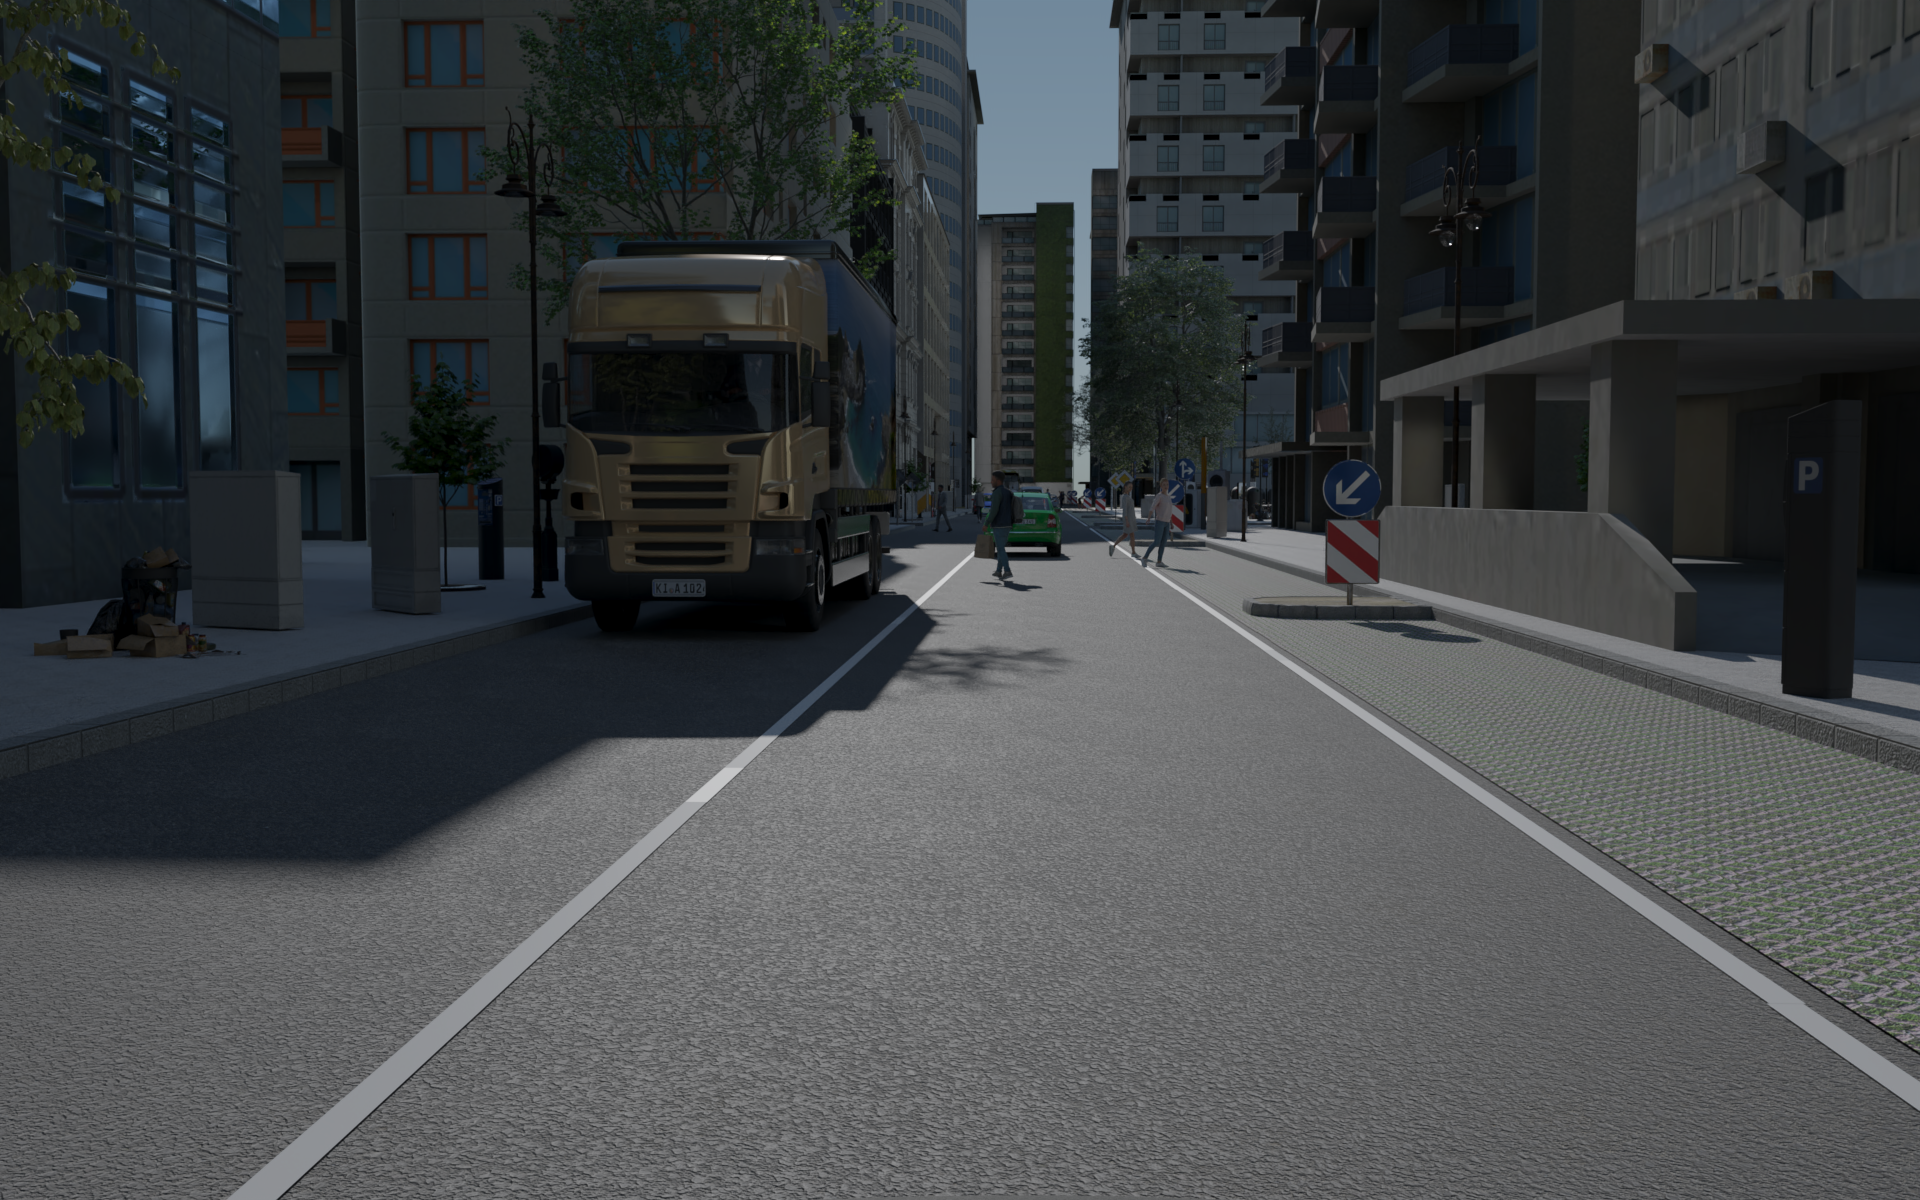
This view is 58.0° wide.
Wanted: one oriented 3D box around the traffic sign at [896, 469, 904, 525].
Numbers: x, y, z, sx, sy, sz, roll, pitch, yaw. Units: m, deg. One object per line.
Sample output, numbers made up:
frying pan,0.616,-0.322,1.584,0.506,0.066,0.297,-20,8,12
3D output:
traffic sign,-2.583,-4.217,71.074,0.606,2.300,0.079,1,4,11

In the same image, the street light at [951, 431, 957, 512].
street light,-0.467,-9.394,126.383,0.468,5.910,1.993,0,4,3

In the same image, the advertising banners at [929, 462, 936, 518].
advertising banners,-1.514,-6.039,94.922,0.090,3.025,2.074,1,4,9

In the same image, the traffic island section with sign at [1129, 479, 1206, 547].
traffic island section with sign,5.666,-2.382,47.572,1.989,1.847,2.006,0,4,3

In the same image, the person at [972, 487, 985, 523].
person,0.885,-4.710,85.698,0.709,1.800,0.728,0,4,-4

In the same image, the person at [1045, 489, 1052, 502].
person,6.472,-7.304,127.943,0.581,1.822,0.654,1,4,11

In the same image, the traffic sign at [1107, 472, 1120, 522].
traffic sign,7.059,-4.576,78.456,0.795,2.450,0.064,0,4,3

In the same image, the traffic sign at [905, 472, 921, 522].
traffic sign,-2.175,-4.603,78.900,0.795,2.450,0.064,0,4,3

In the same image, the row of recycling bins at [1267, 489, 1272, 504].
row of recycling bins,21.373,-7.248,125.610,3.534,1.692,1.069,2,4,27

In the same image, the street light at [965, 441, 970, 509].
street light,0.662,-10.812,149.556,0.468,5.910,1.993,0,4,3

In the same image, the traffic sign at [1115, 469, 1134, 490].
traffic sign,6.691,-4.088,70.479,0.795,2.450,0.064,0,4,3

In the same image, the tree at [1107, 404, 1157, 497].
tree,12.035,-10.480,121.711,4.360,8.622,3.978,0,3,0

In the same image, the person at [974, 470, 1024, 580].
person,0.635,-1.243,28.804,0.794,1.824,0.713,-3,5,-40

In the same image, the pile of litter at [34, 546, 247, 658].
pile of litter,-6.629,0.005,13.890,1.719,0.858,1.176,2,4,30

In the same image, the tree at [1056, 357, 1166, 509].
tree,13.200,-14.525,147.858,12.009,13.543,11.850,0,3,0

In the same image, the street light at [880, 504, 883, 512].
street light,-3.072,-5.816,67.876,0.468,5.910,1.993,0,4,3

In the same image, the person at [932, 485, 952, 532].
person,-0.664,-3.475,65.589,0.850,1.792,0.678,-2,4,-34

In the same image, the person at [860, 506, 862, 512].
person,-4.192,-3.820,73.547,0.523,1.515,0.503,-2,4,-34

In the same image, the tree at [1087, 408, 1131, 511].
tree,11.959,-11.210,133.642,4.737,8.622,4.395,0,3,0

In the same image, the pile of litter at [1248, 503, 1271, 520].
pile of litter,15.075,-4.491,87.388,1.719,0.858,1.176,3,5,39

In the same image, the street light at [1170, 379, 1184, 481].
street light,8.709,-5.914,69.480,0.468,5.910,1.993,0,4,3

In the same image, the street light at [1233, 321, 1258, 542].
street light,7.609,-4.497,46.306,0.468,5.910,1.993,0,4,3

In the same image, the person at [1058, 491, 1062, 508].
person,9.994,-10.072,173.631,0.568,1.767,0.683,-1,4,-15

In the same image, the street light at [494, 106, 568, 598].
street light,-5.211,-2.962,21.216,0.468,5.910,1.993,0,4,3

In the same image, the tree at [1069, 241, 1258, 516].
tree,10.492,-11.125,88.542,9.857,13.997,8.962,0,3,0

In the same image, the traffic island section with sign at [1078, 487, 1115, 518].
traffic island section with sign,8.223,-5.780,103.134,1.989,1.847,2.006,0,4,3

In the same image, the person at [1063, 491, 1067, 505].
person,13.527,-13.338,226.560,1.348,1.826,0.705,2,4,23

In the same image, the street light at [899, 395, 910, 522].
street light,-2.534,-6.557,79.992,0.468,5.910,1.993,0,4,3

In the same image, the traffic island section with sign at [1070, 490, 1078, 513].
traffic island section with sign,9.485,-7.468,130.724,1.989,1.847,2.006,0,4,3

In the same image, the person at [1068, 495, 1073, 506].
person,12.886,-11.518,200.038,0.991,1.433,0.599,2,4,25

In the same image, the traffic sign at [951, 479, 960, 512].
traffic sign,-0.327,-7.237,120.448,0.606,2.300,0.079,0,4,7

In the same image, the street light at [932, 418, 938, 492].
street light,-1.501,-7.974,103.170,0.468,5.910,1.993,0,4,3

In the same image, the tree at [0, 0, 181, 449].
tree,-5.828,-3.604,9.283,4.737,8.622,4.395,0,3,0

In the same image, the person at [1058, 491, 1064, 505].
person,12.874,-12.910,219.583,0.705,1.823,1.348,3,4,37

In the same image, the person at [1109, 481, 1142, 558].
person,3.738,-1.818,38.968,0.760,1.731,0.466,-1,4,-22

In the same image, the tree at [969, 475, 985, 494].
tree,1.566,-11.001,174.471,1.663,3.219,1.824,0,3,0

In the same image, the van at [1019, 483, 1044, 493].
van,3.996,-5.490,96.772,2.013,2.044,4.112,0,4,3

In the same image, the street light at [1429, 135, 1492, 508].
street light,6.554,-3.061,22.843,0.468,5.910,1.993,0,4,3

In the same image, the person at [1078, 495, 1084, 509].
person,11.634,-9.400,165.381,0.799,1.438,0.628,0,4,5

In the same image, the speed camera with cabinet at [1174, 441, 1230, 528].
speed camera with cabinet,9.057,-4.313,64.850,2.038,3.252,0.660,2,4,30

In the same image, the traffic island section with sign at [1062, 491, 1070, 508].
traffic island section with sign,11.779,-10.492,180.178,1.989,1.847,2.006,0,4,3

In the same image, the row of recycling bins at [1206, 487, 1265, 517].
row of recycling bins,15.456,-5.629,99.148,3.534,1.692,1.069,0,4,-8

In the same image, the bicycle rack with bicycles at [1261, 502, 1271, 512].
bicycle rack with bicycles,19.500,-6.145,113.852,2.925,0.926,2.852,0,4,5

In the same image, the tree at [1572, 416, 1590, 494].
tree,13.525,-2.585,36.874,1.663,3.219,1.824,0,3,0

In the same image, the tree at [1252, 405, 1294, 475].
tree,26.166,-11.768,142.772,4.360,8.622,3.978,0,3,0

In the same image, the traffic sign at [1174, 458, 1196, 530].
traffic sign,7.978,-3.757,61.531,0.768,2.556,0.104,0,4,7

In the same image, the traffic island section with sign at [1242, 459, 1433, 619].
traffic island section with sign,4.425,-0.735,20.645,1.989,1.847,2.006,0,4,3

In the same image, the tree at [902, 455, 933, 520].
tree,-2.363,-5.489,84.339,1.663,3.219,1.824,0,3,0

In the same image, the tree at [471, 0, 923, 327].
tree,-4.825,-6.503,32.077,9.928,11.665,9.643,0,3,0

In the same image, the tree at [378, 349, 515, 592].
tree,-6.959,-1.736,22.991,1.663,3.219,1.824,0,3,0

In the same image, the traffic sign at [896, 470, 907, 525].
traffic sign,-2.542,-4.115,70.923,0.795,2.450,0.064,0,4,3

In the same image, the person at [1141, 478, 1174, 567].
person,3.794,-1.503,33.742,0.598,1.740,0.731,2,4,29
